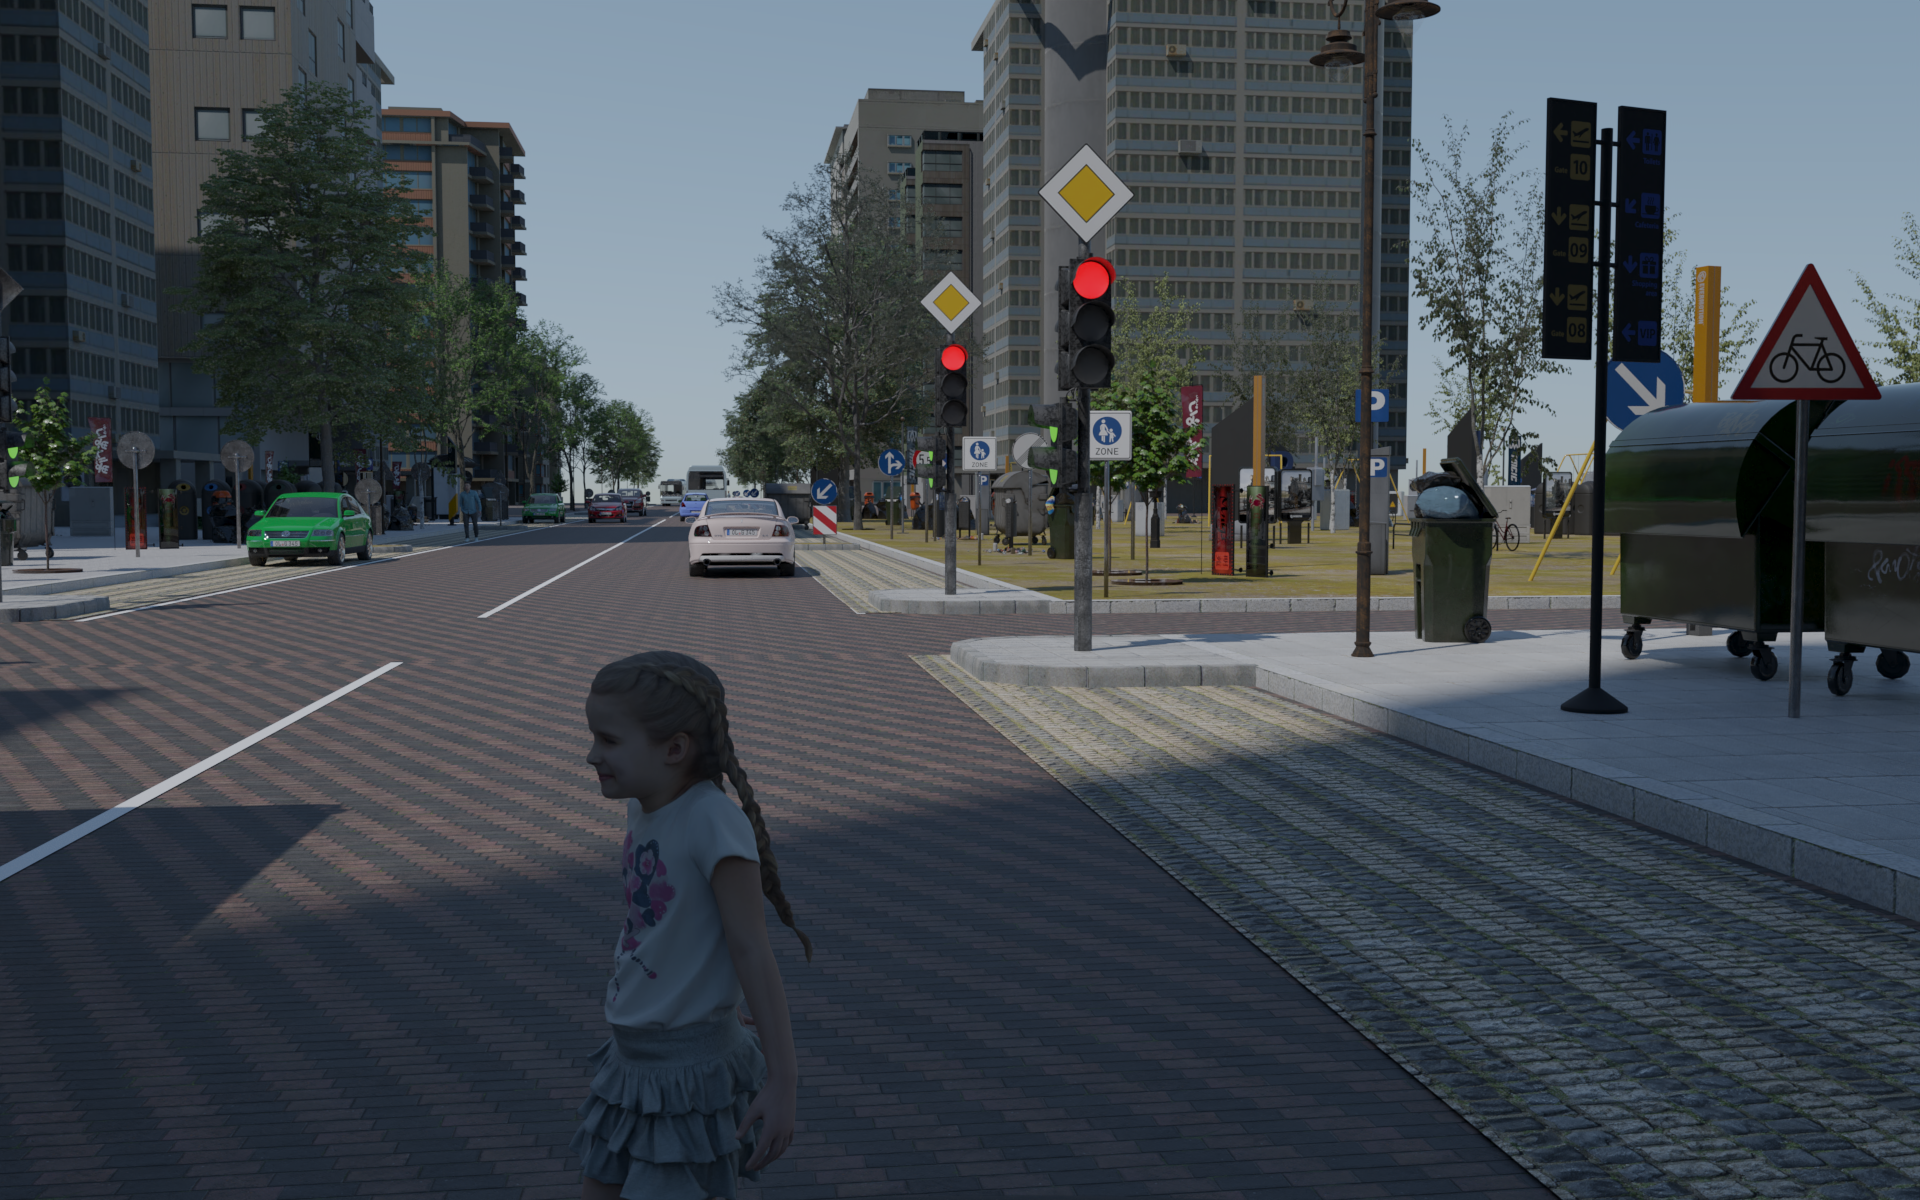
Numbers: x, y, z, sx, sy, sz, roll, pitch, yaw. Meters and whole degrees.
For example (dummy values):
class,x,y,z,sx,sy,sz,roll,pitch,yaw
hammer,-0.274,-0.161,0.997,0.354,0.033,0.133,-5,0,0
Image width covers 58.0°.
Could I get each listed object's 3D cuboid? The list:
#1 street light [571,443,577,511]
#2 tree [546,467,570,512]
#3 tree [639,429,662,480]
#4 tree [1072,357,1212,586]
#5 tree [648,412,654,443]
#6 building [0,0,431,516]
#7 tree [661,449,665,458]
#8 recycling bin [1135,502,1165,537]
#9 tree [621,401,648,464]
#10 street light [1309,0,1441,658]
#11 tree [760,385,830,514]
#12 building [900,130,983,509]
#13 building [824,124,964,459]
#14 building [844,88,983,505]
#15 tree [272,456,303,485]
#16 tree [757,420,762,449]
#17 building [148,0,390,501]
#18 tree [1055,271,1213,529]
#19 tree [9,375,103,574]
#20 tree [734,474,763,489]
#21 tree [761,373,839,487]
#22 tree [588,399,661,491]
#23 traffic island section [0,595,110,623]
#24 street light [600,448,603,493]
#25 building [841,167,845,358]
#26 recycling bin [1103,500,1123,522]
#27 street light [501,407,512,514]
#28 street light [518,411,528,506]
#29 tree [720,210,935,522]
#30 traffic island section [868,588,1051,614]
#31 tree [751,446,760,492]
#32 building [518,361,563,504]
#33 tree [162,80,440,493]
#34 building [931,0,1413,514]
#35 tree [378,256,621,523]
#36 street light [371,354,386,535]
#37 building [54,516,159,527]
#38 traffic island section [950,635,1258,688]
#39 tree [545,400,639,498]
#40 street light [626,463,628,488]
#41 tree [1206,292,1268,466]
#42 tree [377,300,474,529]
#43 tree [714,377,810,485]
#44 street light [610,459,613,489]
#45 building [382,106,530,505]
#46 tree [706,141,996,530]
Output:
class,x,y,z,sx,sy,sz,roll,pitch,yaw
street light,-29.191,-9.668,130.856,0.468,5.910,1.993,0,4,-8
tree,-28.771,-7.896,123.708,1.663,3.219,1.824,0,3,0
tree,-44.192,-18.414,235.487,7.601,10.594,8.767,0,4,5
tree,2.785,-1.832,24.557,1.663,3.219,1.824,0,3,0
tree,-37.172,-15.944,186.435,9.928,11.665,9.643,0,3,0
building,-57.267,-26.843,130.761,32.217,40.220,23.993,0,4,-8
tree,-46.979,-20.446,252.425,7.486,12.596,7.792,0,3,0
recycling bin,5.769,-2.447,52.570,0.722,1.027,0.722,2,4,25
tree,-25.635,-10.848,103.128,9.928,11.665,9.643,0,3,0
street light,3.179,-2.490,13.496,0.468,5.910,1.993,0,4,-8
tree,-9.879,-9.885,111.975,4.360,8.622,3.978,0,3,0
building,3.110,-22.622,141.565,14.160,30.474,14.107,0,4,-8
building,-3.871,-40.047,244.007,28.713,52.752,27.495,0,4,-8
building,-2.191,-35.551,204.963,21.300,48.544,21.600,0,4,-8
tree,-34.209,-5.707,87.904,1.663,3.219,1.824,0,3,0
tree,-13.650,-11.149,132.640,4.737,8.622,4.395,0,3,0
building,-50.970,-31.474,103.844,28.713,52.752,27.495,0,4,-8
tree,6.022,-6.503,56.687,4.737,8.622,4.395,0,3,0
tree,-14.795,-2.059,28.259,1.663,3.219,1.824,0,3,0
tree,-28.504,-19.900,243.492,7.486,12.596,7.792,0,3,0
tree,-8.136,-9.064,98.555,4.737,8.622,4.395,0,3,0
tree,-40.392,-17.648,206.666,7.486,12.596,7.792,0,3,0
traffic island section,-11.425,0.110,20.485,2.009,0.180,2.903,0,4,-8
street light,-34.042,-11.733,164.620,0.468,5.910,1.993,0,4,-8
building,-7.771,-34.997,222.316,14.600,45.320,14.200,0,4,-8
recycling bin,7.000,-4.065,79.014,0.722,1.027,0.722,2,4,27
street light,-23.303,-7.109,89.026,0.468,5.910,1.993,0,4,-8
street light,-24.258,-7.558,96.362,0.468,5.910,1.993,0,4,-8
tree,-5.301,-10.565,79.396,9.857,13.997,8.962,0,3,0
traffic island section,-0.097,0.012,22.087,2.009,0.180,2.903,0,4,-8
tree,-20.020,-14.080,180.566,4.360,8.622,3.978,0,3,0
building,-67.665,-23.399,227.608,27.650,21.520,28.899,0,4,-8
tree,-18.081,-7.953,48.166,7.486,12.596,7.792,0,3,0
building,14.692,-26.385,123.271,32.217,40.220,23.993,0,4,-8
tree,-22.154,-9.214,76.406,9.928,11.665,9.643,0,3,0
street light,-18.283,-5.008,54.673,0.468,5.910,1.993,0,4,-8
building,-47.800,-23.162,70.578,32.217,40.220,23.993,0,4,-8
traffic island section,1.029,0.495,14.181,2.009,0.180,2.903,0,4,-8
tree,-33.652,-13.425,153.908,7.601,10.594,8.767,-2,4,-25
street light,-40.963,-14.703,213.184,0.468,5.910,1.993,0,4,-8
tree,11.264,-6.950,63.989,4.360,8.622,3.978,0,3,0
tree,-19.753,-6.910,63.348,4.737,8.622,4.395,0,3,0
tree,-18.103,-15.107,164.013,9.611,12.733,9.660,0,3,0
street light,-36.017,-12.595,178.719,0.468,5.910,1.993,0,4,-8
building,-61.666,-33.273,198.630,22.147,44.769,28.867,0,4,-8
tree,-3.762,-9.239,61.422,12.009,13.543,11.850,0,3,0
